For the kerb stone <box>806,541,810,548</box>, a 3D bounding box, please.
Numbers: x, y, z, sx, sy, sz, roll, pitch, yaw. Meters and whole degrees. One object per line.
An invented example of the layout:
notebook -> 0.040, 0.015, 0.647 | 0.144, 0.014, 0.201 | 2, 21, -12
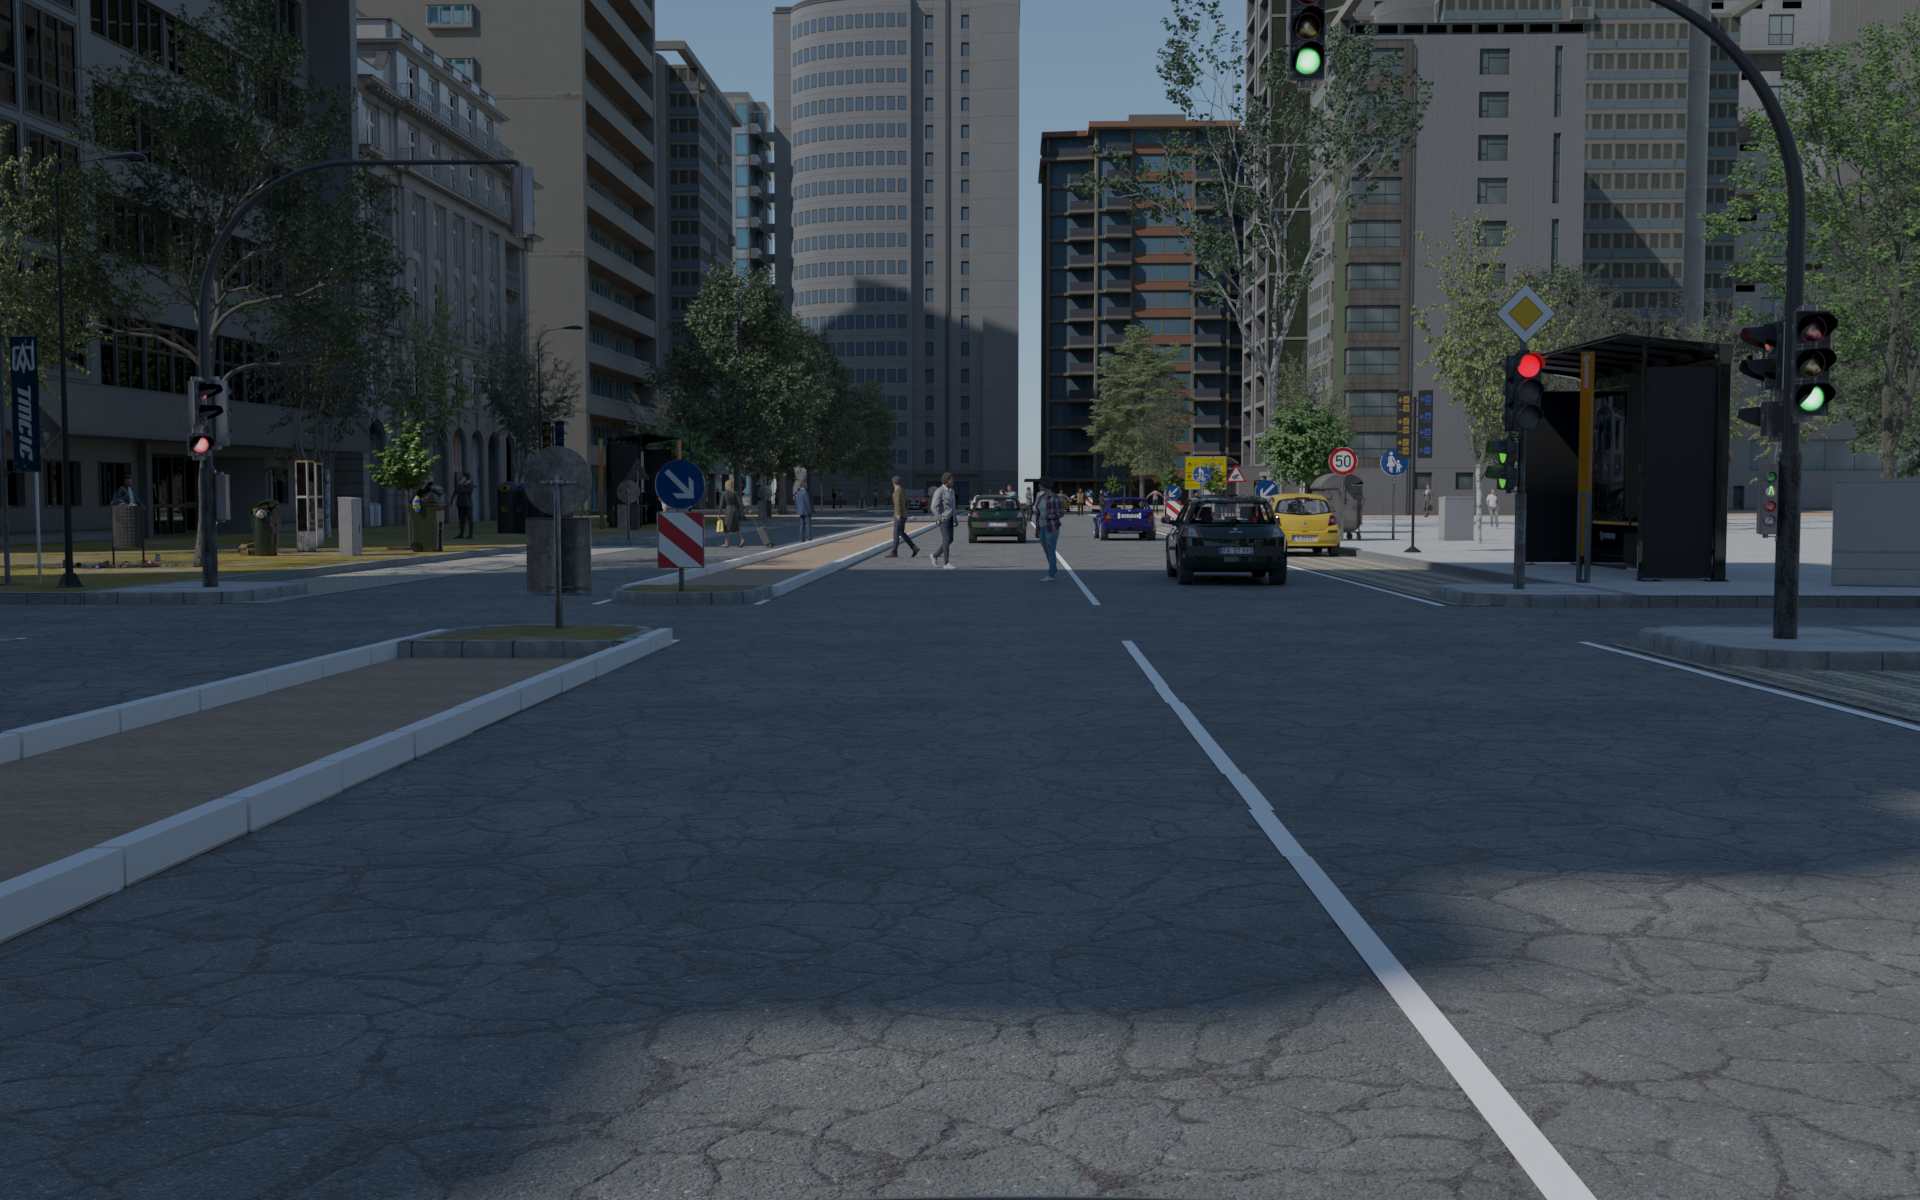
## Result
kerb stone -> -4.096, -1.408, 45.294 | 0.120, 0.150, 1.000 | 0, 4, 2

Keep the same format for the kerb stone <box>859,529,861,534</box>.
kerb stone -> -3.658, -2.353, 60.666 | 0.120, 0.150, 1.000 | 0, 4, 2

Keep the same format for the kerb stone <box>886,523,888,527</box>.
kerb stone -> -3.282, -3.168, 73.988 | 0.120, 0.150, 1.000 | 0, 4, 2

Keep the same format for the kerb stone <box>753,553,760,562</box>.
kerb stone -> -4.356, -0.848, 36.068 | 0.120, 0.150, 1.000 | 0, 4, 2

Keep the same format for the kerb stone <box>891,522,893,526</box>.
kerb stone -> -3.198, -3.355, 77.056 | 0.120, 0.150, 1.000 | 0, 4, 2

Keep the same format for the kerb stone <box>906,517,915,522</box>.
kerb stone -> -2.706, -4.416, 94.462 | 0.120, 0.150, 1.000 | 0, 4, 2

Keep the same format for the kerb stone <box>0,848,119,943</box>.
kerb stone -> -3.111, 1.007, 5.792 | 0.120, 0.150, 1.000 | 0, 4, 2

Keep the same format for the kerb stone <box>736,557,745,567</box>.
kerb stone -> -4.414, -0.718, 34.015 | 0.120, 0.150, 1.000 | 0, 4, 2

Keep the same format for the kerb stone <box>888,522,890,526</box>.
kerb stone -> -3.253, -3.230, 75.010 | 0.120, 0.150, 1.000 | 0, 4, 2

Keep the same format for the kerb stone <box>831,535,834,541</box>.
kerb stone -> -3.930, -1.785, 51.459 | 0.120, 0.150, 1.000 | 0, 4, 2

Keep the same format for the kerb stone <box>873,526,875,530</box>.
kerb stone -> -3.492, -2.730, 66.828 | 0.120, 0.150, 1.000 | 0, 4, 2

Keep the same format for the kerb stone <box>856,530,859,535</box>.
kerb stone -> -3.684, -2.282, 59.636 | 0.120, 0.150, 1.000 | 0, 4, 2

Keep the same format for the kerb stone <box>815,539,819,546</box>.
kerb stone -> -4.031, -1.538, 47.356 | 0.120, 0.150, 1.000 | 0, 4, 2

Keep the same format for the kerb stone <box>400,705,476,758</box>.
kerb stone -> -2.993, 0.753, 9.887 | 0.120, 0.150, 1.000 | 0, 4, 2

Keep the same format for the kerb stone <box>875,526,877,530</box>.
kerb stone -> -3.456, -2.790, 67.849 | 0.120, 0.150, 1.000 | 0, 4, 2

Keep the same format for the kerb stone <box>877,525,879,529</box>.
kerb stone -> -3.425, -2.855, 68.872 | 0.120, 0.150, 1.000 | 0, 4, 2

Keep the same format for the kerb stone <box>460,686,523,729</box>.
kerb stone -> -2.975, 0.690, 10.919 | 0.120, 0.150, 1.000 | 0, 4, 2

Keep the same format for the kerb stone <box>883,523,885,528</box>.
kerb stone -> -3.336, -3.043, 71.941 | 0.120, 0.150, 1.000 | 0, 4, 2

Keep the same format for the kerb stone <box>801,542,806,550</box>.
kerb stone -> -4.125, -1.349, 44.272 | 0.120, 0.150, 1.000 | 0, 4, 2

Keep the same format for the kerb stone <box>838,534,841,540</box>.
kerb stone -> -3.861, -1.915, 53.502 | 0.120, 0.150, 1.000 | 0, 4, 2

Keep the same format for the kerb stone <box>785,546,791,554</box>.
kerb stone -> -4.212, -1.162, 41.202 | 0.120, 0.150, 1.000 | 0, 4, 2

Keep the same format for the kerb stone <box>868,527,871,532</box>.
kerb stone -> -3.539, -2.604, 64.769 | 0.120, 0.150, 1.000 | 0, 4, 2

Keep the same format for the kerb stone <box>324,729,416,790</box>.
kerb stone -> -3.025, 0.816, 8.856 | 0.120, 0.150, 1.000 | 0, 4, 2

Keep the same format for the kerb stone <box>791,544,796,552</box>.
kerb stone -> -4.179, -1.225, 42.228 | 0.120, 0.150, 1.000 | 0, 4, 2

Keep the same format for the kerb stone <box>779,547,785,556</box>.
kerb stone -> -4.234, -1.100, 40.180 | 0.120, 0.150, 1.000 | 0, 4, 2

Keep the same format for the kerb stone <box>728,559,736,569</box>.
kerb stone -> -4.449, -0.660, 32.993 | 0.120, 0.150, 1.000 | 0, 4, 2

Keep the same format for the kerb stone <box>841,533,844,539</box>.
kerb stone -> -3.830, -1.977, 54.524 | 0.120, 0.150, 1.000 | 0, 4, 2

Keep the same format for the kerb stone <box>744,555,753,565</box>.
kerb stone -> -4.378, -0.786, 35.039 | 0.120, 0.150, 1.000 | 0, 4, 2

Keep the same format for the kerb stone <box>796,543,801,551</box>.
kerb stone -> -4.158, -1.283, 43.250 | 0.120, 0.150, 1.000 | 0, 4, 2

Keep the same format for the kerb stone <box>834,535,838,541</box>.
kerb stone -> -3.893, -1.852, 52.480 | 0.120, 0.150, 1.000 | 0, 4, 2

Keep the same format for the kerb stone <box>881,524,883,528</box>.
kerb stone -> -3.367, -2.972, 70.916 | 0.120, 0.150, 1.000 | 0, 4, 2

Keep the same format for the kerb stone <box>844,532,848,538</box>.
kerb stone -> -3.792, -2.037, 55.545 | 0.120, 0.150, 1.000 | 0, 4, 2

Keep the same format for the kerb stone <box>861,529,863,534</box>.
kerb stone -> -3.629, -2.414, 61.688 | 0.120, 0.150, 1.000 | 0, 4, 2

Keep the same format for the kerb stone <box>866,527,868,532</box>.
kerb stone -> -3.574, -2.541, 63.747 | 0.120, 0.150, 1.000 | 0, 4, 2

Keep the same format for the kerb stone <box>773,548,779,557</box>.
kerb stone -> -4.263, -1.036, 39.138 | 0.120, 0.150, 1.000 | 0, 4, 2

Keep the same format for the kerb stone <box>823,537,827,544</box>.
kerb stone -> -3.983, -1.663, 49.414 | 0.120, 0.150, 1.000 | 0, 4, 2

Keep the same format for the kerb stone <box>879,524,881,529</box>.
kerb stone -> -3.397, -2.917, 69.894 | 0.120, 0.150, 1.000 | 0, 4, 2

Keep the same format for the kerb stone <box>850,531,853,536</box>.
kerb stone -> -3.752, -2.157, 57.593 | 0.120, 0.150, 1.000 | 0, 4, 2

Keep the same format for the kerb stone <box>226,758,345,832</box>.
kerb stone -> -3.048, 0.878, 7.834 | 0.120, 0.150, 1.000 | 0, 4, 2

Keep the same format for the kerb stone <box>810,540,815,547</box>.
kerb stone -> -4.068, -1.476, 46.326 | 0.120, 0.150, 1.000 | 0, 4, 2

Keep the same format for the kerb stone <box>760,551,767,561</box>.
kerb stone -> -4.328, -0.911, 37.093 | 0.120, 0.150, 1.000 | 0, 4, 2

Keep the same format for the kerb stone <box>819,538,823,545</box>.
kerb stone -> -4.006, -1.598, 48.387 | 0.120, 0.150, 1.000 | 0, 4, 2

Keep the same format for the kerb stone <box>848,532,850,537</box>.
kerb stone -> -3.780, -2.095, 56.570 | 0.120, 0.150, 1.000 | 0, 4, 2

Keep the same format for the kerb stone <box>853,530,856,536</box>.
kerb stone -> -3.716, -2.227, 58.614 | 0.120, 0.150, 1.000 | 0, 4, 2

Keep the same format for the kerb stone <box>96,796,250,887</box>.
kerb stone -> -3.084, 0.942, 6.813 | 0.120, 0.150, 1.000 | 0, 4, 2

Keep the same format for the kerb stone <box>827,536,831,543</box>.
kerb stone -> -3.947, -1.727, 50.436 | 0.120, 0.150, 1.000 | 0, 4, 2

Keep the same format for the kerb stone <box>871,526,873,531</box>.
kerb stone -> -3.519, -2.663, 65.801 | 0.120, 0.150, 1.000 | 0, 4, 2

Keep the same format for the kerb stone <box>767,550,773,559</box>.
kerb stone -> -4.296, -0.974, 38.117 | 0.120, 0.150, 1.000 | 0, 4, 2

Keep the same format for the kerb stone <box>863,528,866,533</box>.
kerb stone -> -3.600, -2.475, 62.722 | 0.120, 0.150, 1.000 | 0, 4, 2
